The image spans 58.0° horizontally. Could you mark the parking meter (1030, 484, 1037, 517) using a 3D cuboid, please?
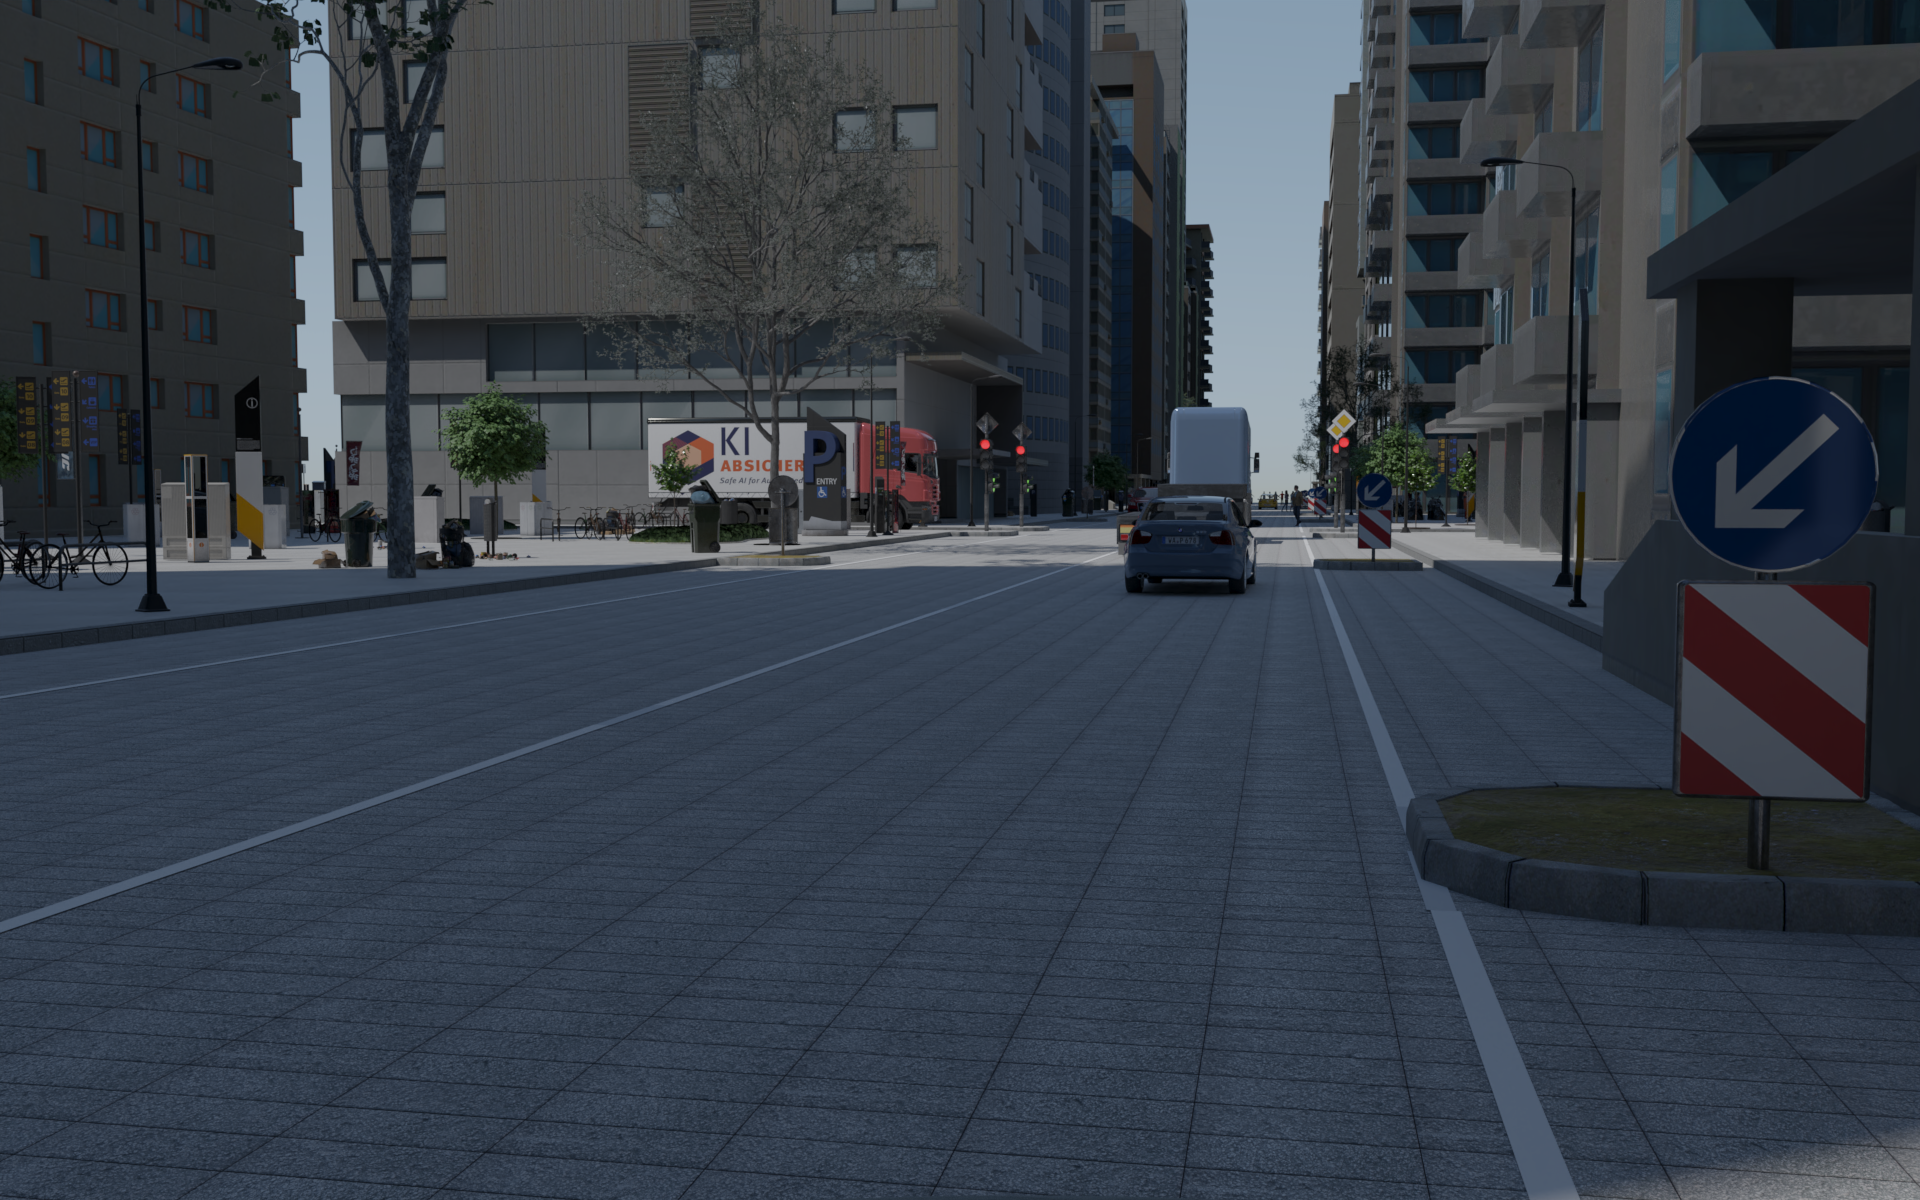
[{"bbox_3d":[4.153,-5.640,97.926,0.399,1.863,0.255,1,4,12],"label":"parking meter"}]

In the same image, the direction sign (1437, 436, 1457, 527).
[{"bbox_3d":[19.087,-4.642,67.893,0.379,3.537,0.876,-3,4,-39],"label":"direction sign"}]

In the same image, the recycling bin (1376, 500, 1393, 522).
[{"bbox_3d":[19.591,-4.125,79.995,0.722,1.027,0.722,0,4,6],"label":"recycling bin"}]

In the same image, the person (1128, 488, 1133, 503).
[{"bbox_3d":[9.668,-5.425,97.375,0.526,1.800,0.537,3,4,36],"label":"person"}]

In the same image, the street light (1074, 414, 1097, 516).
[{"bbox_3d":[7.249,-7.848,100.863,1.470,5.913,1.316,1,4,11],"label":"street light"}]

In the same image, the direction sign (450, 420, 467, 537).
[{"bbox_3d":[-15.091,-3.686,52.262,0.379,3.537,0.876,1,4,20],"label":"direction sign"}]

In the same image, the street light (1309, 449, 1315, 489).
[{"bbox_3d":[37.307,-12.683,179.902,1.470,5.913,1.316,1,4,11],"label":"street light"}]

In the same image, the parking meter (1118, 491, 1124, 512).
[{"bbox_3d":[11.526,-7.065,123.921,0.372,1.533,0.369,0,3,0],"label":"parking meter"}]

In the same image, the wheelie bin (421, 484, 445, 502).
[{"bbox_3d":[-16.757,-2.880,54.992,0.693,1.594,0.980,-2,4,-35],"label":"wheelie bin"}]

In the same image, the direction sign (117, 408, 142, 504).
[{"bbox_3d":[-22.115,-3.314,46.173,0.379,3.537,0.876,1,4,12],"label":"direction sign"}]

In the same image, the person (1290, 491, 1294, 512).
[{"bbox_3d":[26.859,-7.963,139.700,0.512,1.701,0.522,1,4,13],"label":"person"}]

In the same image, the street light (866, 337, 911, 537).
[{"bbox_3d":[-2.099,-4.823,51.395,1.470,5.913,1.316,1,4,11],"label":"street light"}]

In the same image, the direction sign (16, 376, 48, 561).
[{"bbox_3d":[-17.715,-2.538,33.494,0.876,3.537,0.379,-1,4,-16],"label":"direction sign"}]

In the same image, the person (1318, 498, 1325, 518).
[{"bbox_3d":[21.457,-5.728,102.708,0.362,1.759,0.519,3,5,40],"label":"person"}]

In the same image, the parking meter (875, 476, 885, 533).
[{"bbox_3d":[-2.636,-3.128,56.848,0.255,1.863,0.399,-1,4,-16],"label":"parking meter"}]

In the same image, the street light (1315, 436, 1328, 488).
[{"bbox_3d":[30.961,-10.632,146.373,1.470,5.913,1.316,1,4,11],"label":"street light"}]

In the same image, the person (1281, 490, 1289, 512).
[{"bbox_3d":[25.913,-7.880,137.929,0.643,1.750,0.593,1,4,21],"label":"person"}]

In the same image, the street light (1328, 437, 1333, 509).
[{"bbox_3d":[23.251,-8.114,105.202,1.470,5.913,1.316,1,4,11],"label":"street light"}]

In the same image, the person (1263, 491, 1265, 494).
[{"bbox_3d":[41.648,-13.988,237.218,1.348,1.822,0.705,0,4,4],"label":"person"}]

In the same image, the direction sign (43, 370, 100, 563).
[{"bbox_3d":[-16.220,-2.436,31.833,0.876,3.537,0.379,0,4,5],"label":"direction sign"}]

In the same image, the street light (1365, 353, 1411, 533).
[{"bbox_3d":[14.190,-5.174,57.141,1.470,5.913,1.316,1,4,11],"label":"street light"}]

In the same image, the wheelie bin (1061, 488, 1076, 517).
[{"bbox_3d":[6.126,-5.491,97.692,0.693,1.594,0.980,1,4,17],"label":"wheelie bin"}]

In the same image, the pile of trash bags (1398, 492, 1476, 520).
[{"bbox_3d":[23.528,-4.602,84.992,3.447,1.369,1.912,2,4,24],"label":"pile of trash bags"}]

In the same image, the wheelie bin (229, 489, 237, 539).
[{"bbox_3d":[-20.987,-2.529,49.253,0.980,1.594,0.693,3,5,44],"label":"wheelie bin"}]

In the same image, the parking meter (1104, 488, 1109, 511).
[{"bbox_3d":[11.251,-7.803,133.291,0.255,1.863,0.399,-2,4,-24],"label":"parking meter"}]

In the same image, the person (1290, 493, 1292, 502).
[{"bbox_3d":[50.981,-15.685,266.426,0.415,1.643,0.593,2,4,33],"label":"person"}]

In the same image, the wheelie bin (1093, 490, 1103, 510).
[{"bbox_3d":[10.710,-7.828,135.897,0.980,1.594,0.693,0,4,-1],"label":"wheelie bin"}]

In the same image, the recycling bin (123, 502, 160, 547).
[{"bbox_3d":[-20.006,-1.821,42.334,0.722,1.027,0.722,-2,4,-34],"label":"recycling bin"}]

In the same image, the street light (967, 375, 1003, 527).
[{"bbox_3d":[0.992,-5.829,67.843,1.470,5.913,1.316,1,4,11],"label":"street light"}]

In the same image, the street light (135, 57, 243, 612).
[{"bbox_3d":[-8.307,-2.821,18.673,1.470,5.913,1.316,1,4,11],"label":"street light"}]

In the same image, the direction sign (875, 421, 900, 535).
[{"bbox_3d":[-2.245,-3.783,53.857,0.876,3.537,0.379,2,4,28],"label":"direction sign"}]

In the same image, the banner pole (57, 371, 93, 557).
[{"bbox_3d":[-18.147,-2.773,35.353,0.863,3.779,0.401,2,4,24],"label":"banner pole"}]

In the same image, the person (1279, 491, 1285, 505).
[{"bbox_3d":[41.448,-13.114,222.875,1.348,1.831,0.705,0,4,-5],"label":"person"}]

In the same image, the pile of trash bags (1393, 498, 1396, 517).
[{"bbox_3d":[24.398,-5.389,97.869,1.912,1.369,3.447,0,4,-5],"label":"pile of trash bags"}]

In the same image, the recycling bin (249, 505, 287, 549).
[{"bbox_3d":[-16.255,-1.719,40.653,0.722,1.027,0.722,-1,4,-11],"label":"recycling bin"}]

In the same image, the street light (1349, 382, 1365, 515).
[{"bbox_3d":[17.014,-6.082,71.987,1.470,5.913,1.316,1,4,11],"label":"street light"}]

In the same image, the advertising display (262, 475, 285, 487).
[{"bbox_3d":[-23.766,-3.333,59.703,0.974,1.923,0.123,-1,4,-16],"label":"advertising display"}]

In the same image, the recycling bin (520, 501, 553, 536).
[{"bbox_3d":[-13.201,-2.531,53.938,0.722,1.027,0.722,2,4,34],"label":"recycling bin"}]

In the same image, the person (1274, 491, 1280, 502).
[{"bbox_3d":[34.716,-11.065,190.135,0.721,1.736,1.217,-3,5,-42],"label":"person"}]

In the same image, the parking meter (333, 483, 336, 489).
[{"bbox_3d":[-29.895,-4.737,83.163,0.399,1.863,0.255,2,4,34],"label":"parking meter"}]

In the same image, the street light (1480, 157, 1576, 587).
[{"bbox_3d":[7.867,-3.144,23.953,1.470,5.913,1.316,1,4,11],"label":"street light"}]

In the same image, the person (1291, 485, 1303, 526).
[{"bbox_3d":[15.200,-4.262,78.091,0.656,1.842,0.836,2,4,29],"label":"person"}]

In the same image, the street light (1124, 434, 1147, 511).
[{"bbox_3d":[13.397,-9.851,133.597,1.470,5.913,1.316,1,4,11],"label":"street light"}]

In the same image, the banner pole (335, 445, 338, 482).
[{"bbox_3d":[-31.531,-5.969,87.609,0.401,3.779,0.863,-1,4,-12],"label":"banner pole"}]

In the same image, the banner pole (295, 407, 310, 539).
[{"bbox_3d":[-19.151,-3.685,50.273,0.401,3.779,0.863,-2,4,-24],"label":"banner pole"}]

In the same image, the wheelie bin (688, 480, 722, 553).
[{"bbox_3d":[-5.580,-1.828,37.800,0.693,1.594,0.980,-1,4,-20],"label":"wheelie bin"}]

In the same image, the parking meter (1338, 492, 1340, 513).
[{"bbox_3d":[25.638,-6.842,117.584,0.255,1.863,0.399,0,4,4],"label":"parking meter"}]
